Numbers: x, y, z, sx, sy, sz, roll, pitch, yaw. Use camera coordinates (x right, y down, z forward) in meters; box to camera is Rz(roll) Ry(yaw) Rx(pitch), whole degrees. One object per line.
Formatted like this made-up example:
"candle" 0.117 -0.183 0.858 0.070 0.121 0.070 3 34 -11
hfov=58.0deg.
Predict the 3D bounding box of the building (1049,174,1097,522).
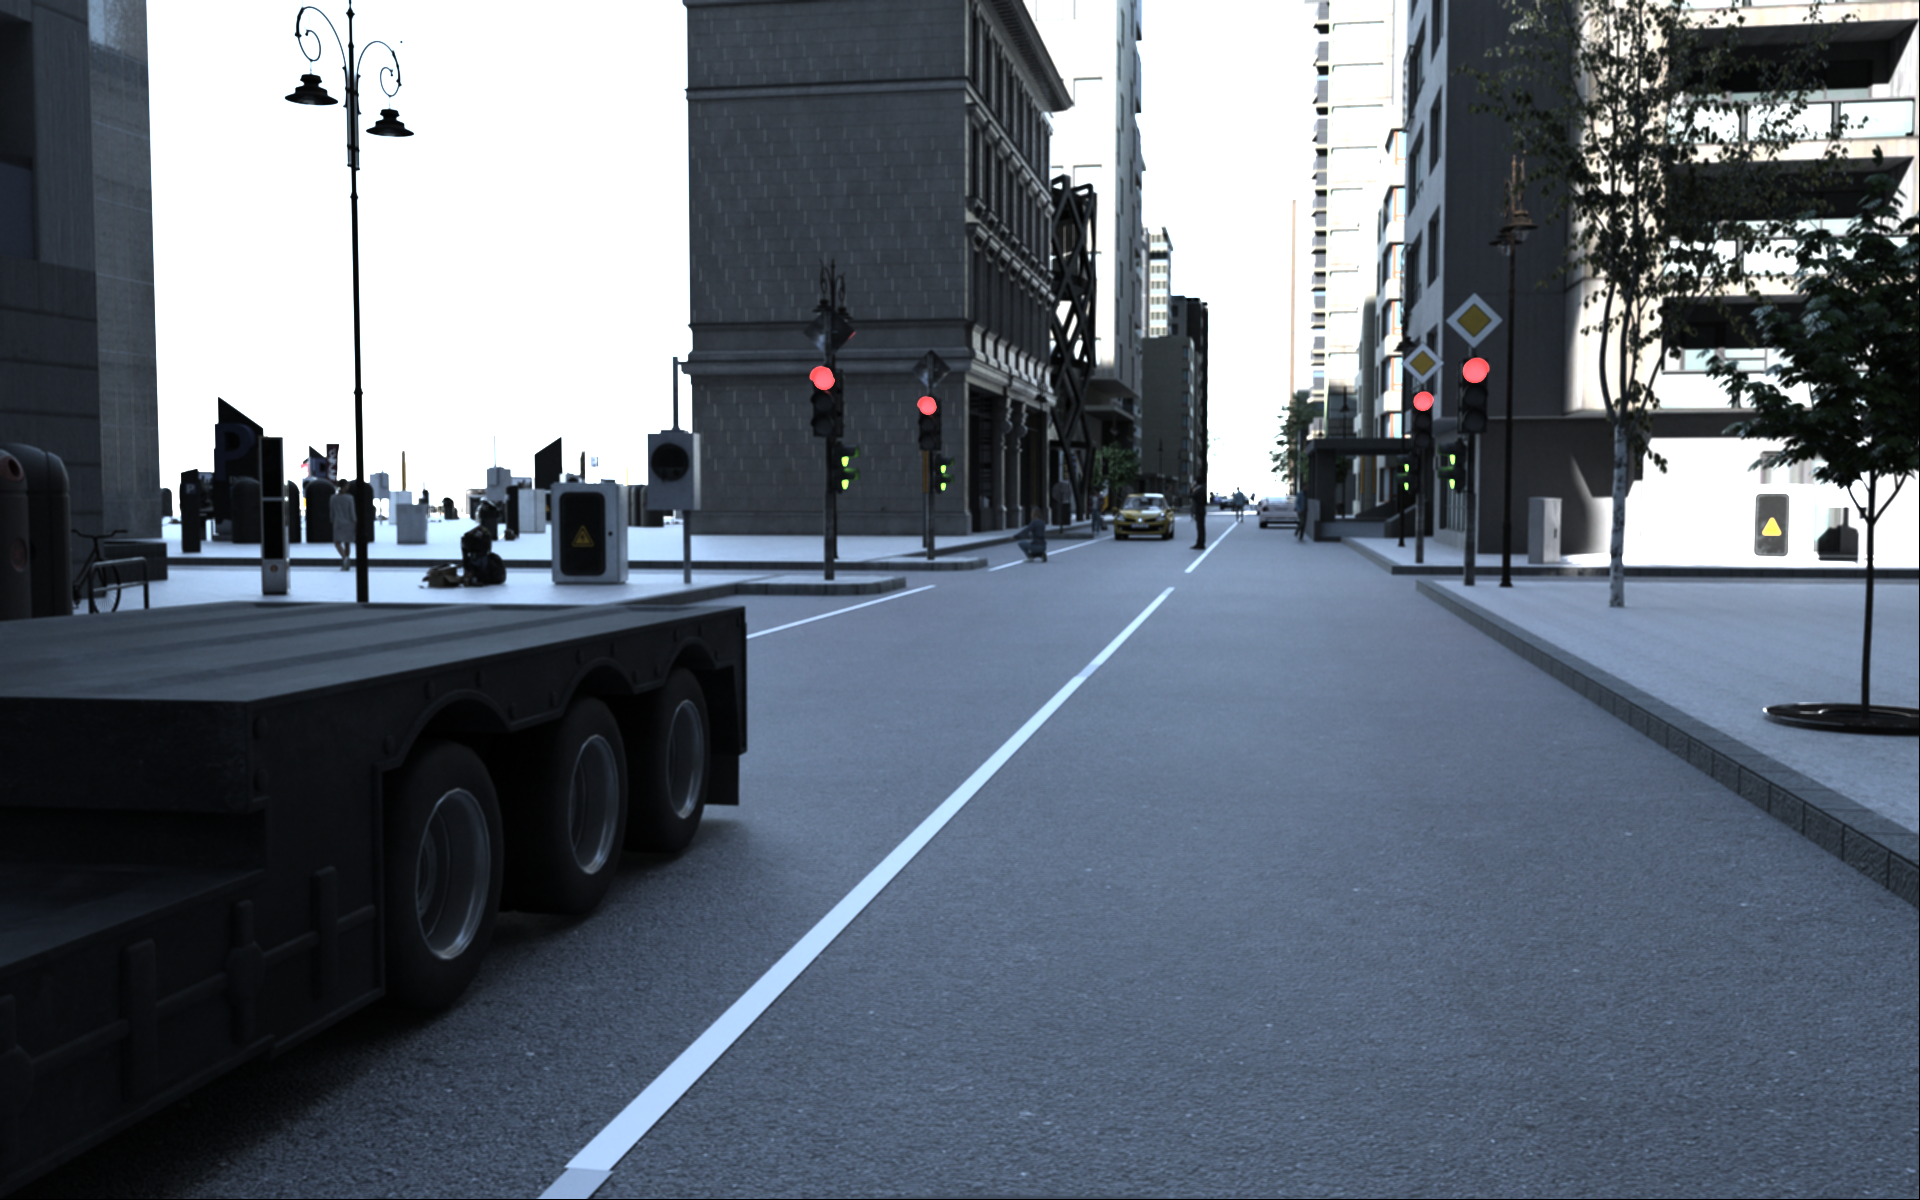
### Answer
"building" -2.024 -13.186 83.037 16.820 18.784 16.811 1 4 10

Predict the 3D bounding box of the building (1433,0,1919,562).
"building" 17.532 -21.673 37.941 14.086 41.232 14.154 1 4 10

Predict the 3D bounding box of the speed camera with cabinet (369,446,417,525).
"speed camera with cabinet" -23.807 -4.779 72.474 0.660 3.252 2.038 2 4 24

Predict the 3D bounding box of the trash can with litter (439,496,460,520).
"trash can with litter" -25.269 -4.555 85.855 0.624 1.170 1.055 1 4 15

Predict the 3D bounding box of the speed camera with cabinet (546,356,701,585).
"speed camera with cabinet" -4.765 -1.857 24.692 2.038 3.252 0.660 0 4 2

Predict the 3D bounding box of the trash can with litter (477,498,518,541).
"trash can with litter" -12.816 -2.239 48.001 1.055 1.170 0.624 -2 4 -23

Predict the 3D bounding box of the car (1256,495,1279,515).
"car" 21.435 -6.546 119.381 2.083 1.381 4.827 1 4 12

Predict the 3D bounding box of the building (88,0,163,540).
"building" -34.049 -13.914 45.508 19.932 24.808 12.078 1 4 10

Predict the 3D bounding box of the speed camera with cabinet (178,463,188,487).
"speed camera with cabinet" -49.743 -7.188 111.854 0.660 3.252 2.038 0 4 1

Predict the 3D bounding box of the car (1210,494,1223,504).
"car" 34.045 -13.434 229.236 1.945 1.707 3.694 1 4 12

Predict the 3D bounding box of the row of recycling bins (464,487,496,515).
"row of recycling bins" -29.326 -6.054 106.101 1.069 1.692 3.534 0 4 7

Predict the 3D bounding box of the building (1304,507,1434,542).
"building" 27.747 -22.213 55.067 32.217 40.220 23.993 1 4 10

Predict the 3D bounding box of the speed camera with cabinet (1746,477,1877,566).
"speed camera with cabinet" 15.443 -2.268 31.418 0.660 3.252 2.038 -3 5 -42

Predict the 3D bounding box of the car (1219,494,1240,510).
"car" 24.828 -9.135 159.146 2.009 1.686 4.222 1 4 12

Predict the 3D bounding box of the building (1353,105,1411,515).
"building" 35.251 -14.935 89.230 27.650 21.520 28.899 1 4 10

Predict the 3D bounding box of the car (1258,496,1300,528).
"car" 13.803 -3.781 74.188 2.083 1.381 4.827 1 4 11

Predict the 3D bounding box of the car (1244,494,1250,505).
"car" 36.131 -12.930 221.184 2.009 1.686 4.222 1 4 11

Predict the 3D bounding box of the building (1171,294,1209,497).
"building" 28.685 -29.295 250.665 14.160 30.474 14.107 1 4 10

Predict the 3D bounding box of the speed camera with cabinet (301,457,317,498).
"speed camera with cabinet" -35.115 -5.947 91.565 2.038 3.252 0.660 0 4 -4

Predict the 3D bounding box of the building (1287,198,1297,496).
"building" 55.197 -36.913 253.641 14.600 45.320 14.200 1 4 10

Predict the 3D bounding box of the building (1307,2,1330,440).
"building" 38.309 -29.269 133.174 22.147 44.769 28.867 1 4 10

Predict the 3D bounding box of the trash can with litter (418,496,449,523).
"trash can with litter" -24.101 -4.118 78.393 2.233 1.210 1.678 2 4 26

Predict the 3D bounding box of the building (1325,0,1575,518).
"building" 31.051 -26.251 112.791 14.154 41.232 14.086 1 4 10

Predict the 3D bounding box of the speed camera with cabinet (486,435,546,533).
"speed camera with cabinet" -14.751 -3.864 57.515 2.038 3.252 0.660 2 4 24

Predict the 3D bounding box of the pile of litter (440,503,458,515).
"pile of litter" -32.045 -5.771 108.322 1.176 0.858 1.719 1 4 20

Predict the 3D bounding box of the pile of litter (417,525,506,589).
"pile of litter" -7.031 -0.632 24.295 1.176 0.858 1.719 2 4 24

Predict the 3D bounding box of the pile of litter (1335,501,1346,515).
"pile of litter" 22.894 -5.605 105.604 1.176 0.858 1.719 0 4 6

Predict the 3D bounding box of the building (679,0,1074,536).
"building" -3.917 -12.438 54.275 10.553 20.767 40.483 1 4 10

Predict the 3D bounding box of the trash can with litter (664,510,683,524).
"trash can with litter" -12.123 -3.821 73.525 2.233 1.210 1.678 1 4 15

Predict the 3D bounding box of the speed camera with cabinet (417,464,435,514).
"speed camera with cabinet" -35.099 -7.286 113.455 0.660 3.252 2.038 0 4 4

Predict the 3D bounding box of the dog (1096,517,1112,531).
"dog" 5.640 -3.144 68.238 0.800 0.831 0.513 2 4 33

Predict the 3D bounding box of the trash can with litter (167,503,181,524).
"trash can with litter" -33.134 -3.811 73.703 0.624 1.170 1.055 3 4 36

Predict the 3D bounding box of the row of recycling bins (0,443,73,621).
"row of recycling bins" -7.468 -0.343 12.718 1.069 1.692 3.534 -1 4 -11

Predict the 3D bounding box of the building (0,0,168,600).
"building" -25.176 -29.097 17.731 28.212 58.520 21.231 1 4 10

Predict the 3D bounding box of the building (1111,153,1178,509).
"building" 5.480 -29.448 173.358 32.217 40.220 23.993 1 4 10

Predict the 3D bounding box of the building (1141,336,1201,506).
"building" 14.208 -22.141 207.037 27.650 21.520 28.899 1 4 10

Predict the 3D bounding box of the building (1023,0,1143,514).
"building" -1.222 -32.668 123.355 28.713 52.752 27.495 1 4 10

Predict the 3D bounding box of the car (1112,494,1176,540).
"car" 5.889 -2.750 55.184 2.015 1.641 3.980 1 4 10

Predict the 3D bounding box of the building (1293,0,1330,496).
"building" 51.011 -40.719 207.746 21.231 58.520 28.212 1 4 10

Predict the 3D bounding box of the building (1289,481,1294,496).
"building" 60.969 -33.097 233.011 32.217 40.220 23.993 1 4 10

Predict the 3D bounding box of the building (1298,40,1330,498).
"building" 43.613 -51.912 161.425 22.319 86.520 31.000 1 4 10

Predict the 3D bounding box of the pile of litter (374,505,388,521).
"pile of litter" -28.156 -4.269 83.757 1.176 0.858 1.719 1 4 9
